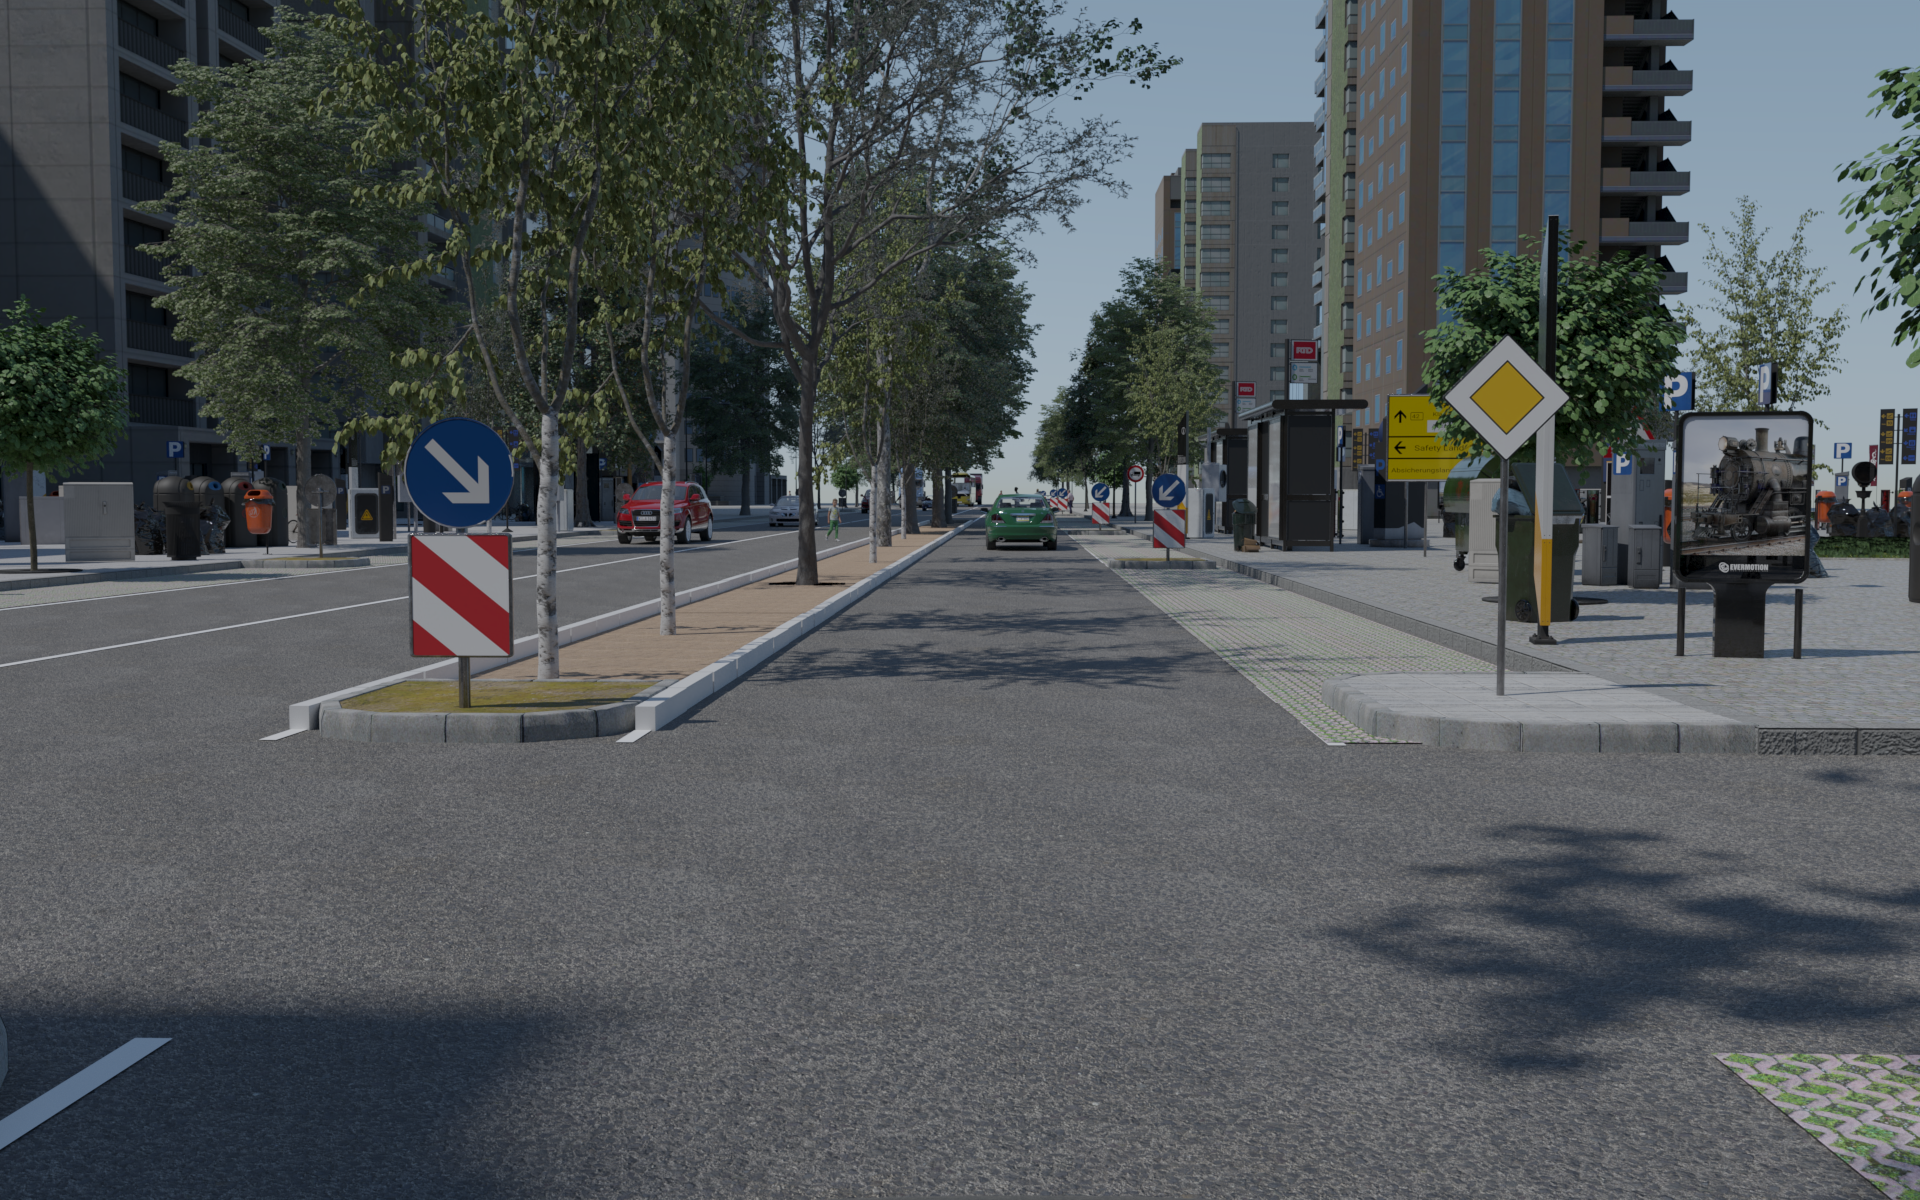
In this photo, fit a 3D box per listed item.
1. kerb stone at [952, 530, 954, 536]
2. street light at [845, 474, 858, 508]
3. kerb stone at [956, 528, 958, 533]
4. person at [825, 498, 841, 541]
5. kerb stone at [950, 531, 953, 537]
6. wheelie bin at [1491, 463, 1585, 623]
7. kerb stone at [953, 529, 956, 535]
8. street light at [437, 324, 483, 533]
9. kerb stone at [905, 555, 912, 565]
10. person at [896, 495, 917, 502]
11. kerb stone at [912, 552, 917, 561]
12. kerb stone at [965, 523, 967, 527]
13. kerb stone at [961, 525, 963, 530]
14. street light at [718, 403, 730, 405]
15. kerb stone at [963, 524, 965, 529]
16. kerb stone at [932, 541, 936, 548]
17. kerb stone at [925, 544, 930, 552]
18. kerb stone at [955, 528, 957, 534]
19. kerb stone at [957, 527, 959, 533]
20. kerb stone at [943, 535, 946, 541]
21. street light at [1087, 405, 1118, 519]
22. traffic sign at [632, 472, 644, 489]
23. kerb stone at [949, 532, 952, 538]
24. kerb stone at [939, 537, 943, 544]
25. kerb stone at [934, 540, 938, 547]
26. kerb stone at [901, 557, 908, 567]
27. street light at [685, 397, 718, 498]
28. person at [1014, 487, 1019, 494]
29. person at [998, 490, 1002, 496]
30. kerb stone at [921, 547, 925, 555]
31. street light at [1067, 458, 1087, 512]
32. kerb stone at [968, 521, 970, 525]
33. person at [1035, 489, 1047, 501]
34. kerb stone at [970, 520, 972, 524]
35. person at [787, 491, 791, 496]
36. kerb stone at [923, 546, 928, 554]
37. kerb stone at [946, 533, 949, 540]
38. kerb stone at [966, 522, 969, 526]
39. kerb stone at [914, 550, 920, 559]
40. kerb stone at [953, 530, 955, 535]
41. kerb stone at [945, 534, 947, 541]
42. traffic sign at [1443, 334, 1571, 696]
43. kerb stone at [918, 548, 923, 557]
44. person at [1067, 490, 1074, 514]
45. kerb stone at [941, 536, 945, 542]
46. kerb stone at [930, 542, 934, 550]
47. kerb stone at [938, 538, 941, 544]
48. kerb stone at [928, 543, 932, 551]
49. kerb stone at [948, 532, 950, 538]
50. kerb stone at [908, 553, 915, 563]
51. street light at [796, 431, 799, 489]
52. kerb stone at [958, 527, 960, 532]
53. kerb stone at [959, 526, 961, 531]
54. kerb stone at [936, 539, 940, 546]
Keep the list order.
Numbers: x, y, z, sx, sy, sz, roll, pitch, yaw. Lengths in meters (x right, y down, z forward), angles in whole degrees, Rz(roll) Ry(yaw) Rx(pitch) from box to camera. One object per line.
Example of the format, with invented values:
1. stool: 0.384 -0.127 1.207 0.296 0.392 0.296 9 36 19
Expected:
1. kerb stone: -0.356 -2.132 57.060 0.120 0.150 1.000 0 4 2
2. street light: -9.992 -11.473 160.130 1.470 5.913 1.316 0 4 2
3. kerb stone: -0.225 -2.381 61.156 0.120 0.150 1.000 0 4 2
4. person: -3.840 -2.428 52.448 0.590 1.304 0.306 3 5 45
5. kerb stone: -0.397 -2.069 56.030 0.120 0.150 1.000 0 4 2
6. wheelie bin: 5.796 -0.587 17.500 0.980 1.594 0.693 -1 4 -22
7. kerb stone: -0.298 -2.257 59.103 0.120 0.150 1.000 0 4 2
8. street light: -13.745 -4.586 47.523 1.470 5.913 1.316 0 4 2
9. kerb stone: -1.104 -0.752 34.497 0.120 0.150 1.000 0 4 2
10. person: -3.204 -5.772 102.891 1.348 1.821 0.705 1 4 16
11. kerb stone: -1.043 -0.878 36.557 0.120 0.150 1.000 0 4 2
12. kerb stone: 0.110 -3.009 71.406 0.120 0.150 1.000 0 4 2
13. kerb stone: -0.050 -2.697 66.289 0.120 0.150 1.000 0 4 2
14. street light: -12.385 -7.074 88.204 1.470 5.913 1.316 0 4 2
15. kerb stone: 0.016 -2.822 68.341 0.120 0.150 1.000 0 4 2
16. kerb stone: -0.770 -1.377 44.753 0.120 0.150 1.000 0 4 2
17. kerb stone: -0.867 -1.192 41.686 0.120 0.150 1.000 0 4 2
18. kerb stone: -0.255 -2.320 60.126 0.120 0.150 1.000 0 4 2
19. kerb stone: -0.185 -2.446 62.185 0.120 0.150 1.000 0 4 2
20. kerb stone: -0.561 -1.754 50.914 0.120 0.150 1.000 0 4 2
21. street light: 7.535 -7.221 90.611 1.470 5.913 1.316 0 4 2
22. traffic sign: -15.391 -5.061 82.751 0.884 2.594 0.081 0 4 5
23. kerb stone: -0.427 -2.007 55.009 0.120 0.150 1.000 0 4 2
24. kerb stone: -0.631 -1.630 48.854 0.120 0.150 1.000 0 4 2
25. kerb stone: -0.735 -1.439 45.774 0.120 0.150 1.000 0 4 2
26. kerb stone: -1.138 -0.690 33.475 0.120 0.150 1.000 0 4 2
27. street light: -12.579 -6.760 83.059 1.470 5.913 1.316 0 4 2
28. person: 2.710 -4.587 83.841 0.374 1.781 0.599 1 4 17
29. person: 4.404 -10.729 183.851 1.348 1.831 0.705 -3 5 -44
30. kerb stone: -0.937 -1.066 39.627 0.120 0.150 1.000 0 4 2
31. street light: 8.674 -9.437 126.843 1.470 5.913 1.316 0 4 2
32. kerb stone: 0.247 -3.260 75.498 0.120 0.150 1.000 0 4 2
33. person: 5.413 -6.864 120.808 1.350 1.814 0.705 0 4 1
34. kerb stone: 0.358 -3.447 78.563 0.120 0.150 1.000 0 4 2
35. person: -16.426 -9.585 165.748 0.750 1.759 0.617 1 4 22
36. kerb stone: -0.907 -1.124 40.657 0.120 0.150 1.000 0 4 2
37. kerb stone: -0.490 -1.882 52.959 0.120 0.150 1.000 0 4 2
38. kerb stone: 0.183 -3.135 73.448 0.120 0.150 1.000 0 4 2
39. kerb stone: -1.008 -0.941 37.579 0.120 0.150 1.000 0 4 2
40. kerb stone: -0.326 -2.194 58.082 0.120 0.150 1.000 0 4 2
41. kerb stone: -0.533 -1.815 51.938 0.120 0.150 1.000 0 4 2
42. traffic sign: 3.439 -0.448 10.966 0.795 2.450 0.064 0 4 2
43. kerb stone: -0.977 -1.004 38.603 0.120 0.150 1.000 0 4 2
44. person: 7.148 -6.335 113.023 0.756 1.711 0.436 -3 5 -44
45. kerb stone: -0.592 -1.693 49.884 0.120 0.150 1.000 0 4 2
46. kerb stone: -0.808 -1.317 43.732 0.120 0.150 1.000 0 4 2
47. kerb stone: -0.663 -1.565 47.829 0.120 0.150 1.000 0 4 2
48. kerb stone: -0.837 -1.255 42.707 0.120 0.150 1.000 0 4 2
49. kerb stone: -0.458 -1.943 53.980 0.120 0.150 1.000 0 4 2
50. kerb stone: -1.068 -0.815 35.529 0.120 0.150 1.000 0 4 2
51. street light: -11.222 -9.281 124.287 1.470 5.913 1.316 0 4 2
52. kerb stone: -0.159 -2.508 63.206 0.120 0.150 1.000 0 4 2
53. kerb stone: -0.126 -2.571 64.232 0.120 0.150 1.000 0 4 2
54. kerb stone: -0.703 -1.499 46.796 0.120 0.150 1.000 0 4 2
